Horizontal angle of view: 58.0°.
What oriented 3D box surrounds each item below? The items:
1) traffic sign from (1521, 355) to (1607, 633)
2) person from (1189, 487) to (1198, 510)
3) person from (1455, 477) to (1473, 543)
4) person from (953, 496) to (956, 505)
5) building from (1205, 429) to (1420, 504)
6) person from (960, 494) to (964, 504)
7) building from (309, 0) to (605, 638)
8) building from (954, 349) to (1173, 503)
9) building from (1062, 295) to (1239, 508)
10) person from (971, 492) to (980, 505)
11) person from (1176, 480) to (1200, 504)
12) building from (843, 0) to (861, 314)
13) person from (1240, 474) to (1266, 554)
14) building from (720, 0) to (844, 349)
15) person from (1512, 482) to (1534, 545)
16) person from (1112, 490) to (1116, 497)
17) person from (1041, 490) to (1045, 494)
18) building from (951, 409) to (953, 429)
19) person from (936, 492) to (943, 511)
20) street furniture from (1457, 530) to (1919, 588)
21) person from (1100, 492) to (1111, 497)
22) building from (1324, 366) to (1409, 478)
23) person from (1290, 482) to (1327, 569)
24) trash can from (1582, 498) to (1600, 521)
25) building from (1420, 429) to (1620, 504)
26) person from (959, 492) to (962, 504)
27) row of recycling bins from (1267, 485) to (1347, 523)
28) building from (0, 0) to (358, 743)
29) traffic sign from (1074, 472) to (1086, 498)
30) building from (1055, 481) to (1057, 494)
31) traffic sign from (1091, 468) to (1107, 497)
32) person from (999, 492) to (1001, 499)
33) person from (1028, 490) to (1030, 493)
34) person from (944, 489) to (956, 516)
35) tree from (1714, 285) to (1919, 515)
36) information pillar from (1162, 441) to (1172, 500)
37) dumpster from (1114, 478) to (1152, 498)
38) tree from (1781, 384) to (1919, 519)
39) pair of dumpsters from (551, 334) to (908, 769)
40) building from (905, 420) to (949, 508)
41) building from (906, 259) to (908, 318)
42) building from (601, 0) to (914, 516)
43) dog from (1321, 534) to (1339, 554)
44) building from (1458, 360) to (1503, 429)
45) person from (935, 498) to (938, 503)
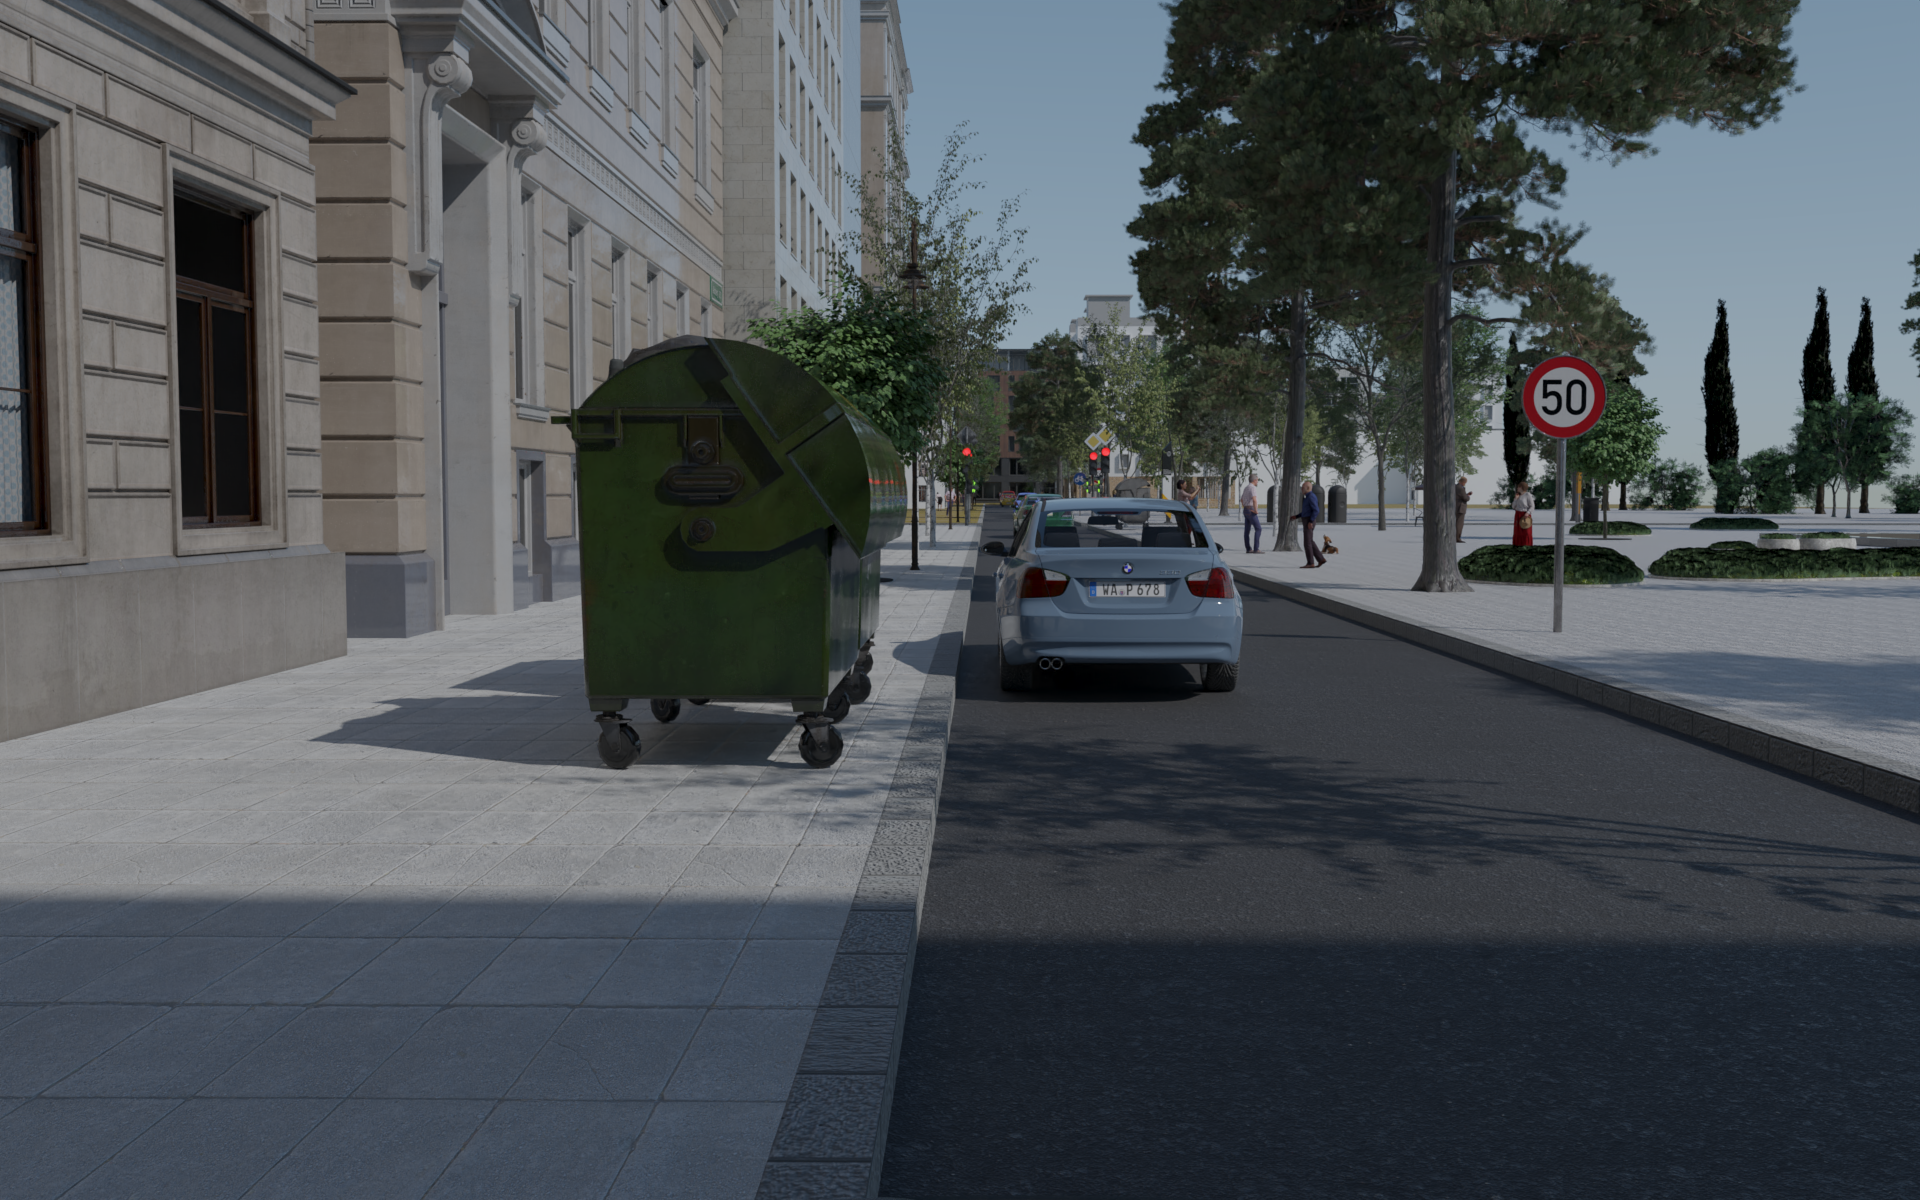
[{"bbox_3d":[5.546,-0.972,15.995,0.768,2.556,0.104,0,4,3],"label":"traffic sign"},{"bbox_3d":[8.383,-3.314,62.442,0.429,1.552,0.499,1,4,19],"label":"person"},{"bbox_3d":[13.178,-2.371,45.504,0.600,1.739,0.565,-2,4,-34],"label":"person"},{"bbox_3d":[-0.453,-12.363,211.359,0.799,1.438,0.628,1,4,9],"label":"person"},{"bbox_3d":[43.277,-17.111,221.908,28.070,9.664,9.099,0,4,1],"label":"building"},{"bbox_3d":[0.337,-10.774,185.427,0.599,1.433,0.991,2,4,35],"label":"person"},{"bbox_3d":[-10.989,-14.582,24.323,13.634,28.700,20.117,0,4,1],"label":"building"},{"bbox_3d":[15.626,-25.071,253.892,32.646,21.610,27.936,0,4,1],"label":"building"},{"bbox_3d":[18.559,-19.171,169.859,16.016,20.091,11.380,0,4,1],"label":"building"},{"bbox_3d":[1.721,-12.246,206.273,1.348,1.823,0.705,0,4,6],"label":"person"},{"bbox_3d":[5.748,-2.208,43.605,0.517,1.644,0.566,-3,5,-42],"label":"person"},{"bbox_3d":[-13.840,-14.844,60.726,19.932,24.808,12.078,0,4,1],"label":"building"},{"bbox_3d":[6.335,-1.862,37.418,0.436,1.711,0.756,0,4,-4],"label":"person"},{"bbox_3d":[-8.769,-11.514,43.001,10.420,20.320,16.860,0,4,1],"label":"building"},{"bbox_3d":[11.306,-1.604,34.732,0.387,1.526,0.523,-2,4,-28],"label":"person"},{"bbox_3d":[8.424,-5.308,95.363,0.613,1.512,0.480,-1,4,-10],"label":"person"},{"bbox_3d":[10.275,-12.797,215.372,1.348,1.812,0.705,2,4,25],"label":"person"},{"bbox_3d":[-16.828,-21.541,218.647,31.486,18.905,16.747,0,4,1],"label":"building"},{"bbox_3d":[-1.570,-7.406,130.323,0.799,1.438,0.628,3,5,39],"label":"person"},{"bbox_3d":[11.961,-0.723,27.452,10.072,0.657,5.734,-1,4,-14],"label":"street furniture"},{"bbox_3d":[10.701,-7.383,127.315,0.990,1.755,0.434,0,4,5],"label":"person"},{"bbox_3d":[48.182,-23.314,247.643,31.486,18.905,16.747,0,4,1],"label":"building"},{"bbox_3d":[5.988,-1.298,29.957,0.600,1.496,0.574,2,4,30],"label":"person"},{"bbox_3d":[25.450,-3.560,69.862,0.748,1.137,0.748,0,3,0],"label":"trash can"},{"bbox_3d":[71.394,-17.054,220.983,28.070,9.664,9.099,0,4,1],"label":"building"},{"bbox_3d":[-0.185,-12.712,213.892,0.705,1.824,1.348,-3,4,-38],"label":"person"},{"bbox_3d":[15.513,-4.305,77.505,3.534,1.692,1.069,1,4,11],"label":"row of recycling bins"},{"bbox_3d":[-9.717,-8.537,4.203,10.561,19.102,19.286,0,4,1],"label":"building"},{"bbox_3d":[7.058,-6.221,101.817,0.768,2.556,0.104,1,4,10],"label":"traffic sign"},{"bbox_3d":[16.647,-16.546,212.676,9.099,9.664,28.070,0,4,1],"label":"building"},{"bbox_3d":[6.749,-5.141,84.169,0.768,2.556,0.104,0,4,7],"label":"traffic sign"},{"bbox_3d":[5.225,-13.394,228.301,0.445,1.727,0.742,-2,4,-29],"label":"person"},{"bbox_3d":[8.695,-13.083,219.913,1.348,1.831,0.705,-3,5,-43],"label":"person"},{"bbox_3d":[-0.530,-5.689,100.002,0.756,1.711,0.436,-1,4,-17],"label":"person"},{"bbox_3d":[56.324,-12.938,113.358,18.604,14.587,13.155,-1,4,-13],"label":"tree"},{"bbox_3d":[9.197,-5.238,76.991,0.504,3.616,0.183,-2,4,-29],"label":"information pillar"},{"bbox_3d":[6.232,-3.457,62.280,1.264,1.857,1.865,0,4,1],"label":"dumpster"},{"bbox_3d":[48.959,-7.691,88.653,11.467,7.101,20.602,-1,4,-22],"label":"tree"},{"bbox_3d":[-1.155,-0.461,10.039,1.574,2.255,4.436,0,4,1],"label":"pair of dumpsters"},{"bbox_3d":[-5.613,-15.527,196.012,9.099,9.664,28.070,0,4,1],"label":"building"},{"bbox_3d":[-9.911,-18.301,118.298,14.460,24.649,34.723,0,4,1],"label":"building"},{"bbox_3d":[-9.471,-18.625,90.419,13.634,28.700,20.117,0,4,1],"label":"building"},{"bbox_3d":[7.871,-1.189,37.170,0.550,0.427,0.748,2,4,25],"label":"dog"},{"bbox_3d":[69.604,-23.874,246.761,11.380,20.091,16.016,0,4,1],"label":"building"},{"bbox_3d":[-1.662,-5.992,106.214,0.569,1.553,0.471,-2,4,-24],"label":"person"}]
